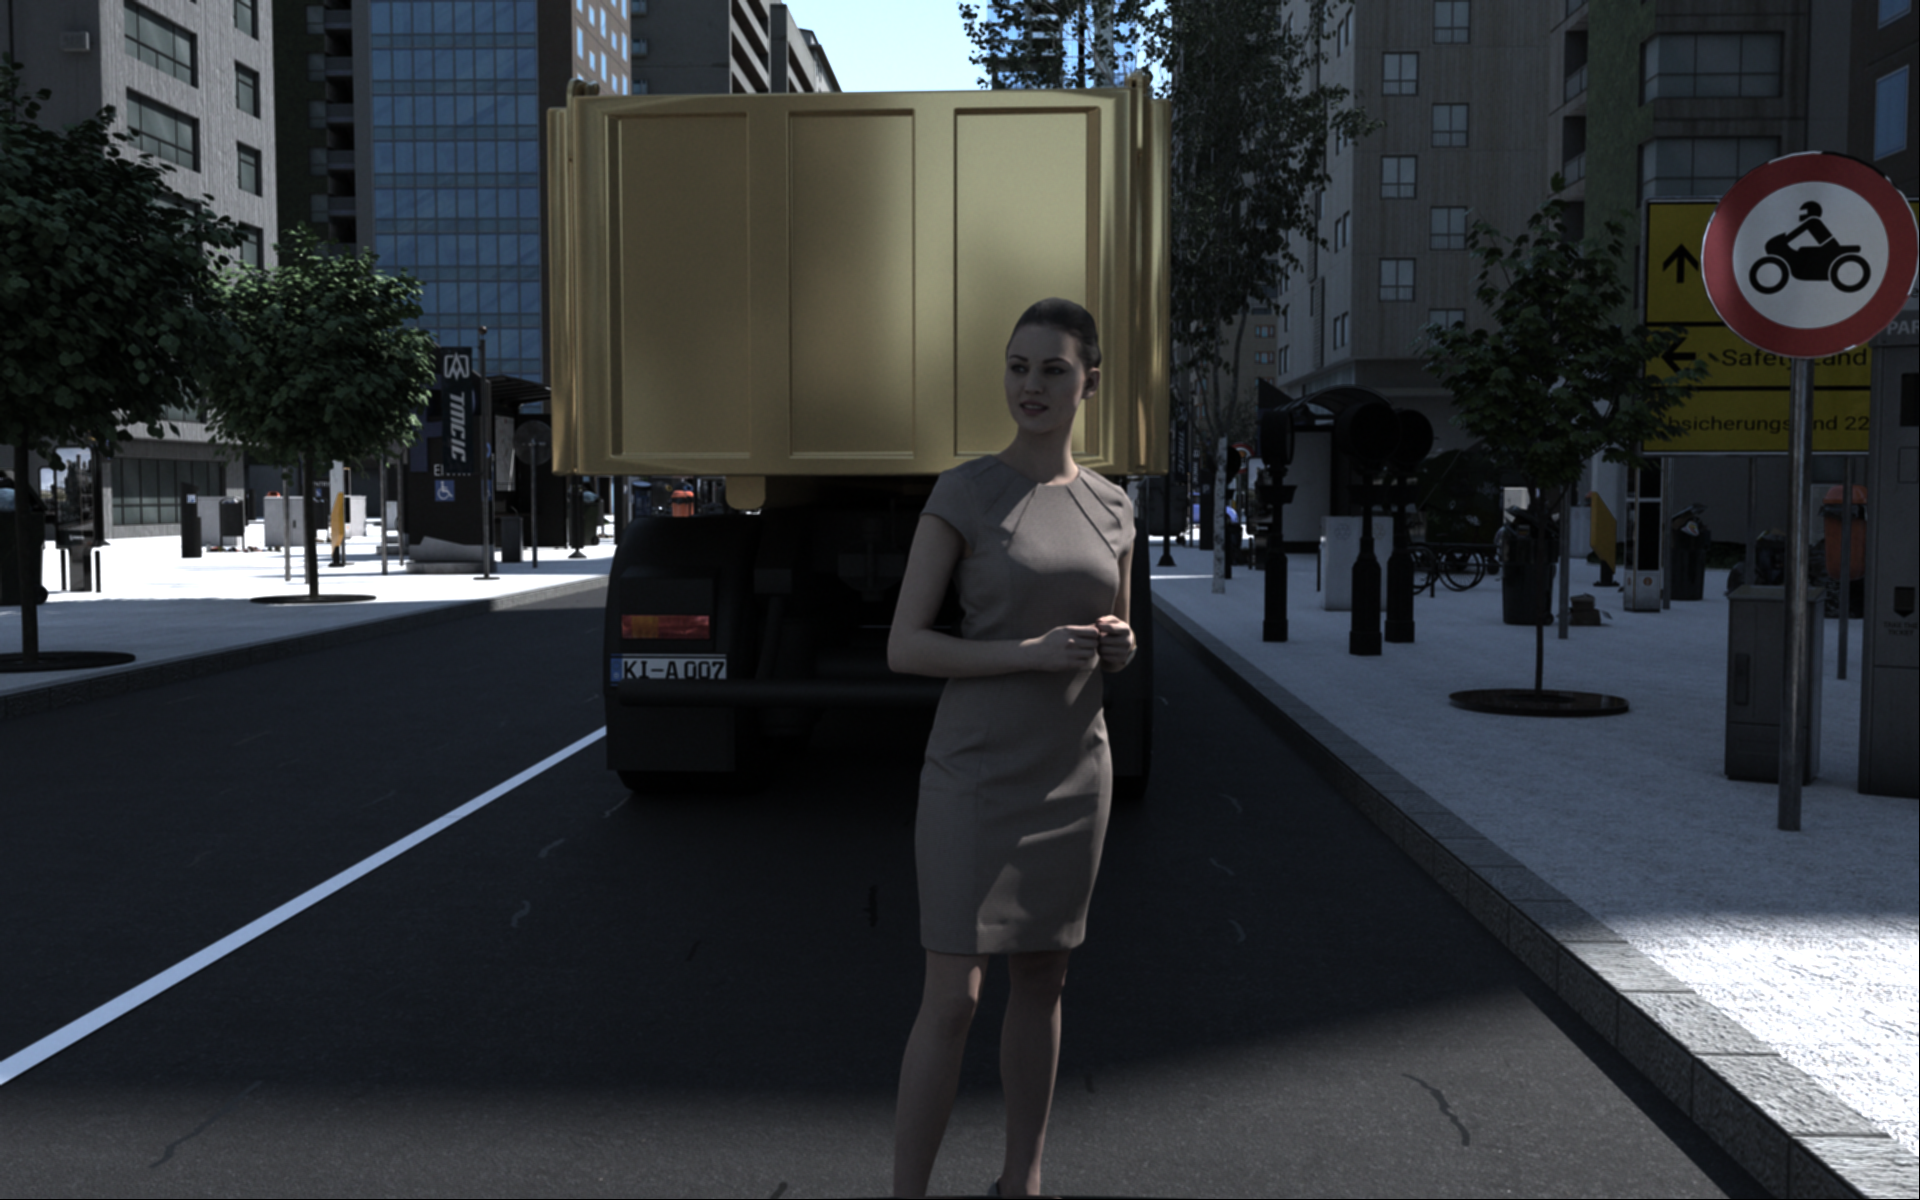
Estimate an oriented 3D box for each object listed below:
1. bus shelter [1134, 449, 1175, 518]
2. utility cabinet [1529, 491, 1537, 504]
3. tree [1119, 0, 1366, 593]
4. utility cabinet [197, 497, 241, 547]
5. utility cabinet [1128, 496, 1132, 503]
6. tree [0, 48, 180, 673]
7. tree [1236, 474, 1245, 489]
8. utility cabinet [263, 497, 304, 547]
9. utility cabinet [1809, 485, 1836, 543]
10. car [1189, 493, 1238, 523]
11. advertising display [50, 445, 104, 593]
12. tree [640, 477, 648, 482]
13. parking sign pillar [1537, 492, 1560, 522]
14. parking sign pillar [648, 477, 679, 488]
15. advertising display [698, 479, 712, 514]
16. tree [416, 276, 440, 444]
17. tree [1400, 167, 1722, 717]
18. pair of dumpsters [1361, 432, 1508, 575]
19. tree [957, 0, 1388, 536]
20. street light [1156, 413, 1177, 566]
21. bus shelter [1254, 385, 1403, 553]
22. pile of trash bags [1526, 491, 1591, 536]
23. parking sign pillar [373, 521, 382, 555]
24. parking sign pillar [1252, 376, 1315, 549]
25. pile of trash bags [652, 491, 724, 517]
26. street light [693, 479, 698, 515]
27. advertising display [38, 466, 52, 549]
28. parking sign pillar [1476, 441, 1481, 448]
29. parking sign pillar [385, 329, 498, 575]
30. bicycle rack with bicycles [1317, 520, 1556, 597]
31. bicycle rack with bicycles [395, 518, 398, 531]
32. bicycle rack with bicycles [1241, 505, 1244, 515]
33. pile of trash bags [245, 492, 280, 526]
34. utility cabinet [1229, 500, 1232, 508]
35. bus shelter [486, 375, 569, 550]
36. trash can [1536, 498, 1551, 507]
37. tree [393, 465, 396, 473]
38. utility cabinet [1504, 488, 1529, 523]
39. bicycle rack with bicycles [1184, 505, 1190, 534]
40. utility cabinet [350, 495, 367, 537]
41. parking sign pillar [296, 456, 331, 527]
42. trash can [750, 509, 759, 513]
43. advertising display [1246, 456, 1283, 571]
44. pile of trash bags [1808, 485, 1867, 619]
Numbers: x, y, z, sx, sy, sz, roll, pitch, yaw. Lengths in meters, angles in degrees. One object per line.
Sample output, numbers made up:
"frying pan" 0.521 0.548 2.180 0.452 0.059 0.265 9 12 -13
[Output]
"bus shelter" 7.478 -4.652 69.988 2.014 3.302 5.546 0 4 2
"utility cabinet" 23.011 -3.731 69.686 0.318 1.500 1.173 -2 4 -26
"tree" 3.242 -4.405 22.379 4.360 8.622 3.978 0 3 0
"utility cabinet" -18.196 -1.916 42.484 1.020 1.237 0.306 0 4 3
"utility cabinet" 4.757 -2.574 53.249 1.020 1.237 0.306 1 4 17
"tree" -7.091 -1.792 13.014 4.285 4.588 4.351 0 3 0
"tree" 22.973 -9.198 134.094 4.285 4.588 4.351 0 3 0
"utility cabinet" -16.384 -1.897 42.176 1.020 1.237 0.306 -1 4 -10
"utility cabinet" 20.285 -1.943 40.449 1.173 1.500 0.318 -1 4 -16
"car" 10.125 -3.984 74.723 3.694 1.707 1.945 0 4 0
"advertising display" -11.577 -1.073 22.752 0.974 1.923 0.123 2 4 35
"tree" -15.914 -5.857 90.362 1.663 3.219 1.824 0 3 0
"parking sign pillar" 23.112 -4.818 67.242 1.447 3.967 1.447 0 4 -1
"parking sign pillar" -11.191 -4.703 65.367 1.447 3.967 1.447 3 4 37
"advertising display" -7.231 -2.673 48.914 0.123 1.923 0.974 -2 4 -30
"tree" -7.800 -2.274 20.886 4.285 4.588 4.351 0 3 0
"tree" 3.615 -0.961 10.308 1.663 3.219 1.824 0 3 0
"pair of dumpsters" 8.007 -1.651 29.480 1.574 2.255 4.437 0 4 2
"tree" 7.054 -12.014 52.311 12.611 20.169 13.585 0 3 0
"street light" 3.140 -3.558 30.716 1.470 5.913 1.316 0 4 2
"bus shelter" 7.280 -2.505 34.876 2.014 3.302 5.546 0 4 2
"pile of trash bags" 14.001 -1.834 39.746 1.912 1.369 3.447 3 5 42
"parking sign pillar" -11.714 -2.959 36.849 1.447 3.967 1.447 -2 4 -24
"parking sign pillar" 7.382 -3.115 39.400 1.447 3.967 1.447 2 4 25
"pile of trash bags" -7.212 -2.208 45.850 1.912 1.369 3.447 0 4 -2
"street light" -5.526 -4.101 39.600 1.470 5.913 1.316 0 4 2
"advertising display" -20.879 -2.147 40.313 0.974 1.923 0.123 -2 4 -28
"parking sign pillar" 25.211 -5.964 85.976 1.447 3.967 1.447 1 4 23
"parking sign pillar" -8.297 -2.428 28.163 1.447 3.967 1.447 1 4 12
"bicycle rack with bicycles" 5.972 -0.583 22.921 2.852 0.926 2.925 -3 4 -39
"bicycle rack with bicycles" -16.645 -2.635 56.469 2.925 0.926 2.852 3 5 42
"bicycle rack with bicycles" 18.678 -5.635 105.516 2.852 0.926 2.925 -3 5 -45
"pile of trash bags" -29.096 -3.660 69.593 3.447 1.369 1.912 -2 4 -27
"utility cabinet" 12.583 -4.423 83.473 1.020 1.237 0.306 2 4 35
"bus shelter" -9.753 -2.812 37.265 1.731 3.624 6.357 0 4 2
"trash can" 21.193 -3.157 63.277 0.748 1.137 0.748 0 3 0
"tree" -16.694 -3.586 53.235 1.663 3.219 1.824 0 3 0
"utility cabinet" 19.287 -3.191 60.844 0.318 1.500 1.173 -3 4 -36
"bicycle rack with bicycles" 7.517 -2.614 56.129 2.852 0.926 2.925 0 4 6
"utility cabinet" -18.199 -2.490 51.865 0.306 1.237 1.020 1 4 14
"parking sign pillar" -25.199 -4.843 67.660 1.447 3.967 1.447 -2 4 -33
"trash can" -13.887 -6.448 117.071 0.748 1.137 0.748 0 3 0
"advertising display" 5.101 -1.459 29.068 0.123 1.923 0.974 -1 4 -21
"pile of trash bags" 9.541 -0.496 17.859 1.912 1.369 3.447 3 5 40
